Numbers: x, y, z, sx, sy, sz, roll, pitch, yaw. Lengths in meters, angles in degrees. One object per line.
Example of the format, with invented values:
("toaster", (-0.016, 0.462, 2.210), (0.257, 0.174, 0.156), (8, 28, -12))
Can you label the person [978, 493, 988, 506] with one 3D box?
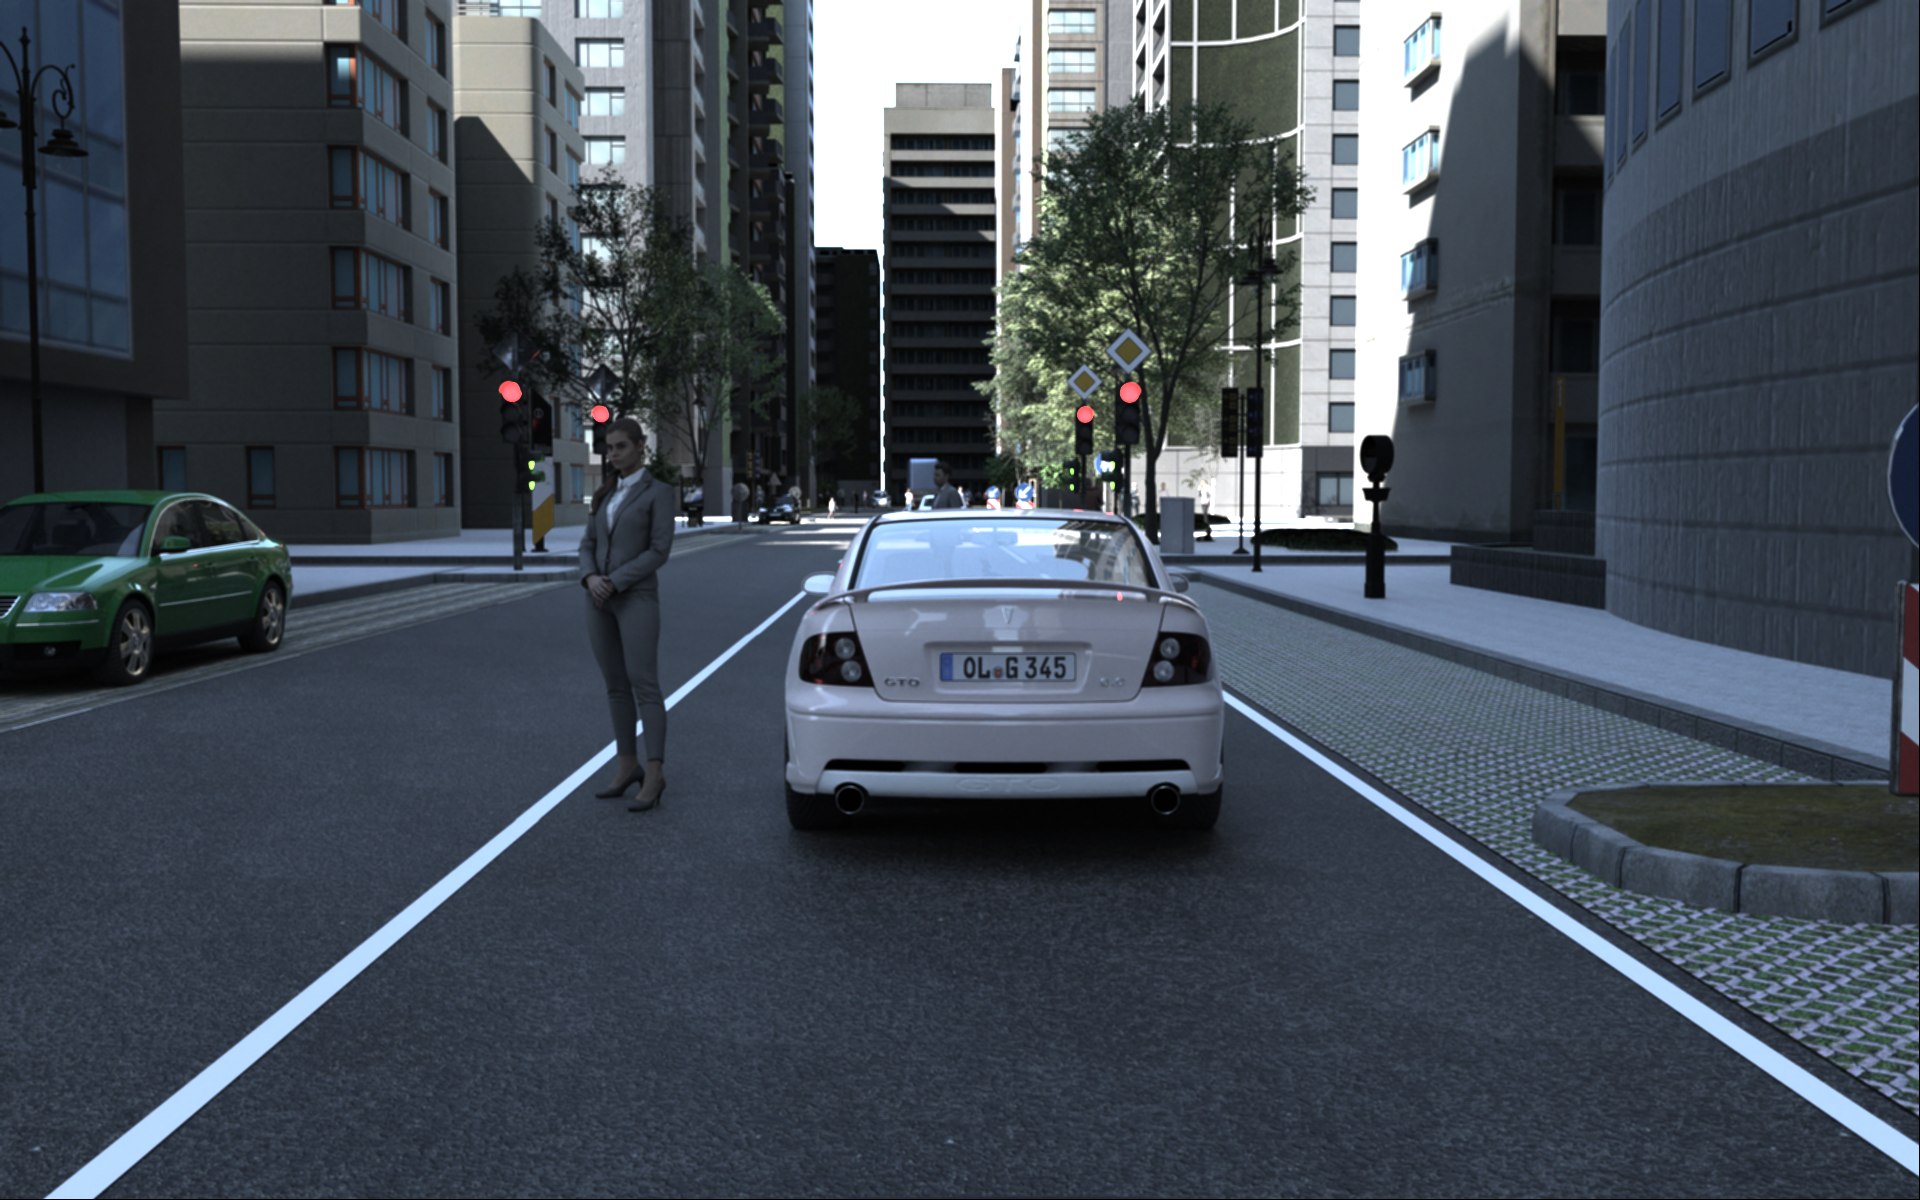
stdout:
("person", (2.221, -9.643, 166.972), (1.065, 1.426, 0.557), (1, 4, 14))

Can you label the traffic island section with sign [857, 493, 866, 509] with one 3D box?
("traffic island section with sign", (-10.081, -9.666, 166.664), (1.989, 1.847, 2.006), (0, 4, -1))

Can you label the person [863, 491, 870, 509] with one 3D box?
("person", (-9.271, -9.948, 171.593), (0.683, 1.767, 0.568), (0, 4, 3))

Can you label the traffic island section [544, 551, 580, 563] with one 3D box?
("traffic island section", (-7.648, -0.914, 37.223), (2.009, 0.180, 2.903), (0, 4, -1))

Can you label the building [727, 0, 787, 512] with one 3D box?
("building", (-24.424, -28.848, 126.292), (22.147, 44.769, 28.867), (0, 4, -1))

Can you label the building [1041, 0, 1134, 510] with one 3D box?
("building", (12.593, -26.699, 120.120), (14.154, 41.232, 14.086), (0, 4, -1))

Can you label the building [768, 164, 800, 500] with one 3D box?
("building", (-21.335, -23.049, 148.550), (14.160, 30.474, 14.107), (0, 4, -1))

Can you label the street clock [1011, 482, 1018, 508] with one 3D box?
("street clock", (3.372, -6.271, 107.099), (0.471, 2.002, 0.358), (-3, 5, -44))

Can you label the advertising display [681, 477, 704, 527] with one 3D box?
("advertising display", (-10.340, -3.772, 66.883), (0.974, 1.923, 0.123), (-3, 5, -43))

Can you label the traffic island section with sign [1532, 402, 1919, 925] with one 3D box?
("traffic island section with sign", (3.357, 0.120, 6.673), (1.989, 1.847, 2.006), (0, 4, -1))

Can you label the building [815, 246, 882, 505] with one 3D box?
("building", (-16.315, -26.480, 204.652), (14.107, 30.474, 14.160), (0, 4, -1))

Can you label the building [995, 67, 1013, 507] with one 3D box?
("building", (10.824, -32.360, 179.193), (14.600, 45.320, 14.200), (0, 4, -1))

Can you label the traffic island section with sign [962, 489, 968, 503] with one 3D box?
("traffic island section with sign", (-0.073, -9.646, 166.340), (1.989, 1.847, 2.006), (0, 4, -1))

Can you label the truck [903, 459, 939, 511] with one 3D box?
("truck", (-2.460, -8.288, 125.275), (2.967, 4.110, 18.799), (0, 4, -3))

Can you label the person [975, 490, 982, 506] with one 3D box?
("person", (2.121, -11.160, 189.295), (1.217, 1.735, 0.721), (-3, 4, -37))

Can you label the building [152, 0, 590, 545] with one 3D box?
("building", (-29.022, -12.981, 57.287), (27.650, 21.520, 28.899), (0, 4, -1))

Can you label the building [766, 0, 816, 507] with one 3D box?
("building", (-28.916, -38.701, 174.753), (28.212, 58.520, 21.231), (0, 4, -1))

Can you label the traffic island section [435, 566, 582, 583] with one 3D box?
("traffic island section", (-7.477, -0.426, 29.240), (2.009, 0.180, 2.903), (0, 4, -1))

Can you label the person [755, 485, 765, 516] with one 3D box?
("person", (-11.603, -5.760, 100.402), (0.537, 1.800, 0.526), (0, 4, -2))

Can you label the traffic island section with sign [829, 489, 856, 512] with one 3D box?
("traffic island section with sign", (-9.497, -7.973, 138.988), (1.989, 1.847, 2.006), (0, 4, -1))

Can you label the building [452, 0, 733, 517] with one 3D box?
("building", (-20.772, -25.325, 97.664), (14.154, 41.232, 14.086), (0, 4, -1))

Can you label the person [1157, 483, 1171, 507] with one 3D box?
("person", (8.399, -3.881, 70.165), (0.731, 1.740, 0.598), (-1, 4, -19))

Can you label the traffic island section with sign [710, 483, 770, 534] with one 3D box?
("traffic island section with sign", (-7.849, -3.267, 62.046), (1.989, 1.847, 2.006), (0, 4, -1))

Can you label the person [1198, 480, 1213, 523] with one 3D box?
("person", (9.226, -3.608, 65.220), (0.473, 1.802, 0.592), (0, 4, -7))

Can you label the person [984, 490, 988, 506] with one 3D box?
("person", (2.787, -10.560, 179.375), (0.721, 1.739, 1.217), (1, 4, 23))

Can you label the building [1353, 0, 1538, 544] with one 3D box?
("building", (23.338, -26.107, 50.555), (21.600, 48.544, 21.300), (0, 4, -1))

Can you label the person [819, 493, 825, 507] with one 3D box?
("person", (-13.918, -9.987, 172.516), (0.628, 1.438, 0.799), (1, 4, 19))

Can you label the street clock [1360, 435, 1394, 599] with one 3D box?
("street clock", (5.117, -1.024, 21.312), (0.358, 2.002, 0.471), (-1, 4, -13))

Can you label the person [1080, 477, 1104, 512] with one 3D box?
("person", (3.144, -1.963, 40.577), (0.580, 1.828, 0.573), (-2, 4, -34))

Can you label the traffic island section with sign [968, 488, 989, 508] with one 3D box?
("traffic island section with sign", (1.582, -4.951, 89.583), (1.989, 1.847, 2.006), (0, 4, -1))

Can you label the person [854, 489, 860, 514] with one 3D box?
("person", (-7.369, -7.082, 124.810), (0.721, 1.766, 1.217), (-1, 4, -12))

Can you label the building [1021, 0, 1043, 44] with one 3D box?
("building", (11.993, -29.602, 134.102), (14.600, 45.320, 14.200), (0, 4, -1))

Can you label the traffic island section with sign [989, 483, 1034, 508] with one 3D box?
("traffic island section with sign", (2.165, -3.275, 62.167), (1.989, 1.847, 2.006), (0, 4, -1))

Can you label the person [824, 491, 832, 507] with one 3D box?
("person", (-13.519, -10.435, 177.383), (0.721, 1.736, 1.217), (-3, 5, -43))

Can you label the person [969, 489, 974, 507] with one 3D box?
("person", (0.817, -7.090, 124.410), (0.705, 1.826, 1.348), (0, 4, -4))

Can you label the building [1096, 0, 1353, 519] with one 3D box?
("building", (18.986, -40.288, 96.966), (20.563, 71.187, 20.611), (0, 4, -1))

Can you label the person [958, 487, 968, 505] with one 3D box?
("person", (0.038, -4.851, 87.928), (0.709, 1.813, 0.853), (-3, 5, -44))

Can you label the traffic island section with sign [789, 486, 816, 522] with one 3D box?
("traffic island section with sign", (-8.433, -4.915, 88.995), (1.989, 1.847, 2.006), (0, 4, -1))

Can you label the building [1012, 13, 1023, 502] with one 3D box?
("building", (16.235, -32.829, 156.370), (23.786, 49.044, 30.456), (0, 4, -1))

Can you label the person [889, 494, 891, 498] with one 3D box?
("person", (-7.394, -10.303, 180.188), (0.421, 1.427, 0.697), (3, 5, 41))

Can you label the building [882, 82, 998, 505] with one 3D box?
("building", (1.545, -35.722, 207.753), (21.600, 48.544, 21.300), (0, 4, -1))

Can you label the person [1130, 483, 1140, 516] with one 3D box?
("person", (8.251, -4.584, 81.166), (0.590, 1.801, 0.661), (3, 5, 42))

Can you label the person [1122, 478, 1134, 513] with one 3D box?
("person", (5.551, -3.220, 58.548), (0.638, 1.841, 0.748), (-2, 4, -26))

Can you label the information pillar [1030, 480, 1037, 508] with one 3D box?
("information pillar", (3.739, -5.114, 88.109), (0.304, 2.012, 0.304), (1, 4, 22))

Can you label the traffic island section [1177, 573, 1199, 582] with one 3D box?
("traffic island section", (2.862, -0.439, 29.455), (2.009, 0.180, 2.903), (0, 4, -1))

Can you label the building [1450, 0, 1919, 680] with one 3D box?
("building", (16.870, -28.758, 12.186), (21.231, 58.520, 28.212), (0, 4, -1))

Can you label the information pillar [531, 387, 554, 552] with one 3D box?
("information pillar", (-9.235, -2.868, 38.245), (0.504, 3.616, 0.183), (-3, 5, -42))

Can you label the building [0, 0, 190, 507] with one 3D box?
("building", (-18.544, -22.489, 17.808), (14.200, 45.320, 14.600), (0, 4, -1))
